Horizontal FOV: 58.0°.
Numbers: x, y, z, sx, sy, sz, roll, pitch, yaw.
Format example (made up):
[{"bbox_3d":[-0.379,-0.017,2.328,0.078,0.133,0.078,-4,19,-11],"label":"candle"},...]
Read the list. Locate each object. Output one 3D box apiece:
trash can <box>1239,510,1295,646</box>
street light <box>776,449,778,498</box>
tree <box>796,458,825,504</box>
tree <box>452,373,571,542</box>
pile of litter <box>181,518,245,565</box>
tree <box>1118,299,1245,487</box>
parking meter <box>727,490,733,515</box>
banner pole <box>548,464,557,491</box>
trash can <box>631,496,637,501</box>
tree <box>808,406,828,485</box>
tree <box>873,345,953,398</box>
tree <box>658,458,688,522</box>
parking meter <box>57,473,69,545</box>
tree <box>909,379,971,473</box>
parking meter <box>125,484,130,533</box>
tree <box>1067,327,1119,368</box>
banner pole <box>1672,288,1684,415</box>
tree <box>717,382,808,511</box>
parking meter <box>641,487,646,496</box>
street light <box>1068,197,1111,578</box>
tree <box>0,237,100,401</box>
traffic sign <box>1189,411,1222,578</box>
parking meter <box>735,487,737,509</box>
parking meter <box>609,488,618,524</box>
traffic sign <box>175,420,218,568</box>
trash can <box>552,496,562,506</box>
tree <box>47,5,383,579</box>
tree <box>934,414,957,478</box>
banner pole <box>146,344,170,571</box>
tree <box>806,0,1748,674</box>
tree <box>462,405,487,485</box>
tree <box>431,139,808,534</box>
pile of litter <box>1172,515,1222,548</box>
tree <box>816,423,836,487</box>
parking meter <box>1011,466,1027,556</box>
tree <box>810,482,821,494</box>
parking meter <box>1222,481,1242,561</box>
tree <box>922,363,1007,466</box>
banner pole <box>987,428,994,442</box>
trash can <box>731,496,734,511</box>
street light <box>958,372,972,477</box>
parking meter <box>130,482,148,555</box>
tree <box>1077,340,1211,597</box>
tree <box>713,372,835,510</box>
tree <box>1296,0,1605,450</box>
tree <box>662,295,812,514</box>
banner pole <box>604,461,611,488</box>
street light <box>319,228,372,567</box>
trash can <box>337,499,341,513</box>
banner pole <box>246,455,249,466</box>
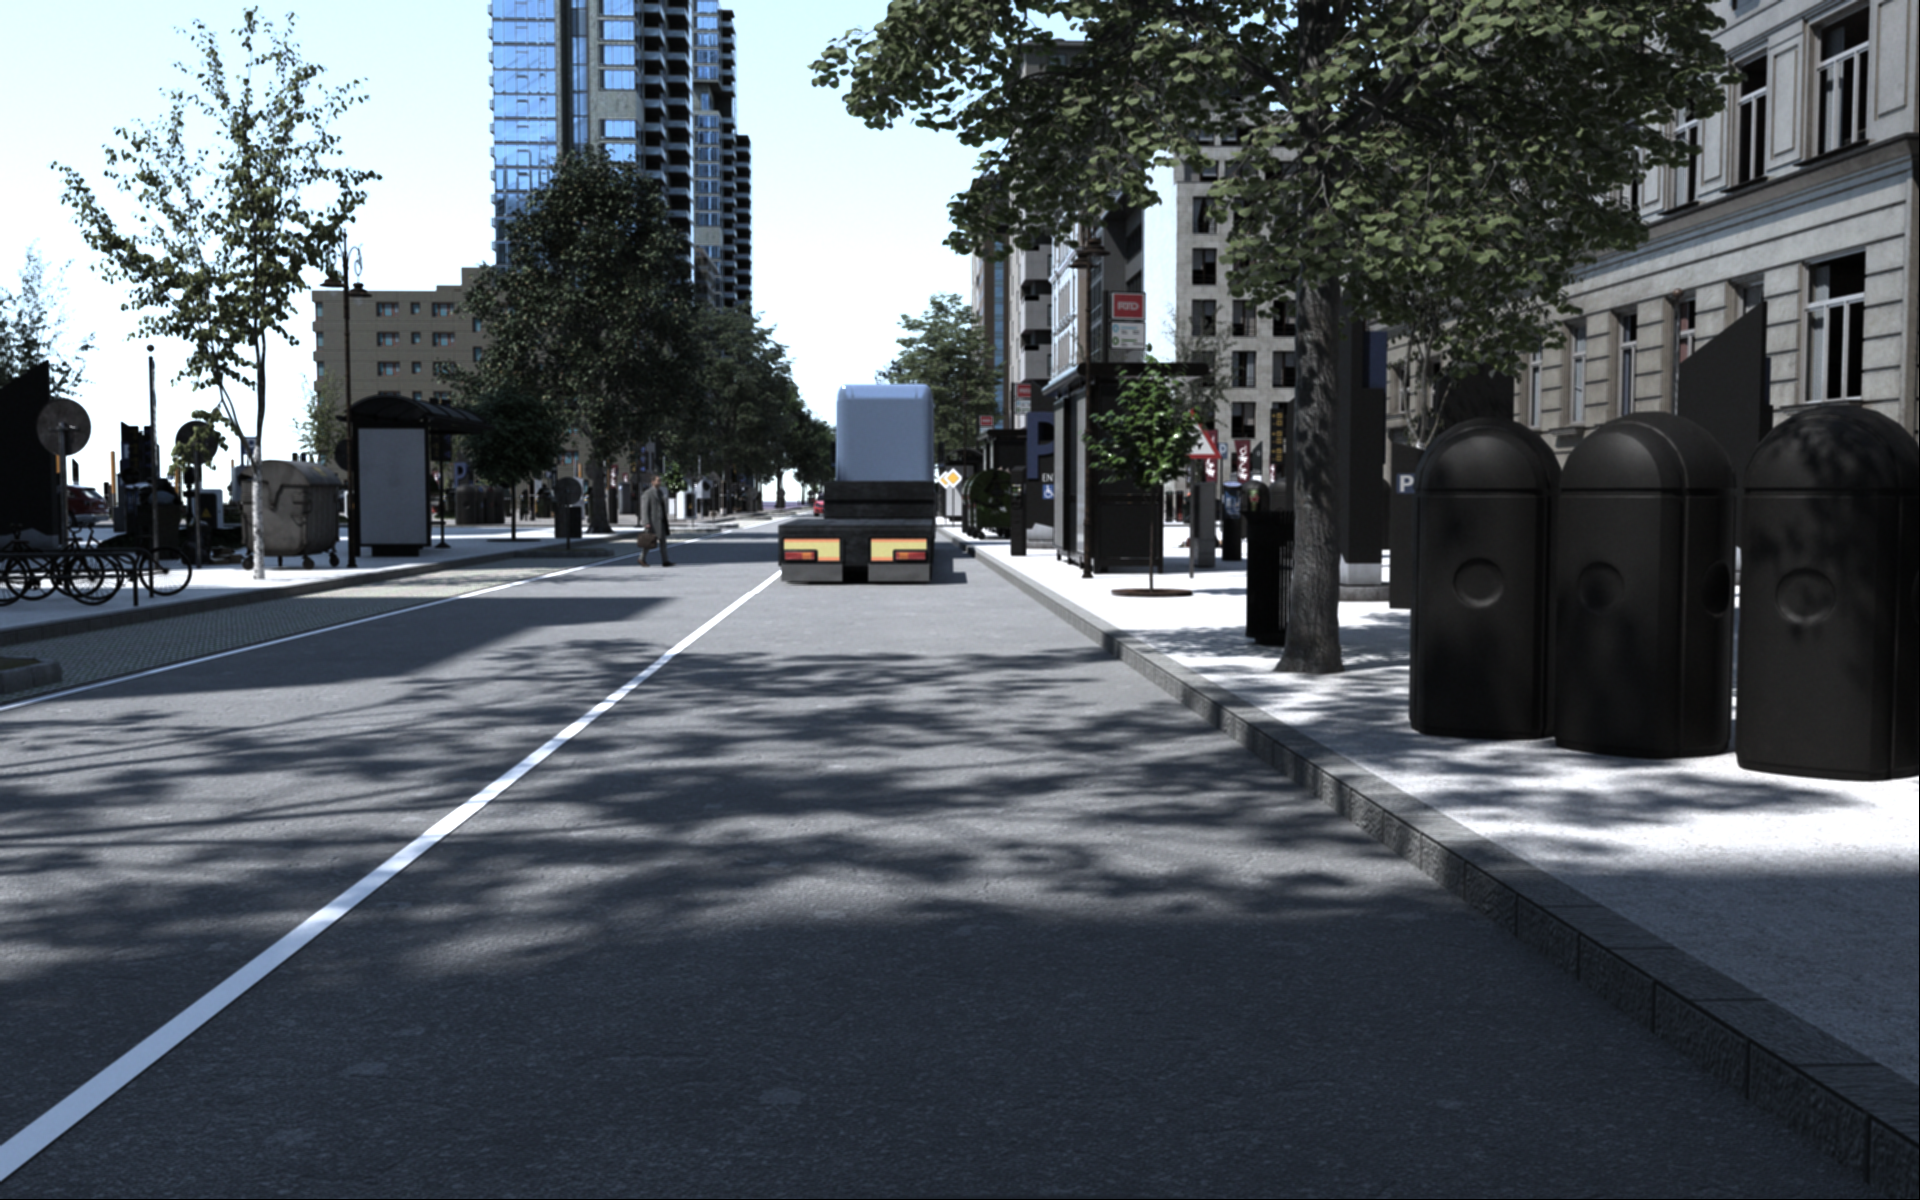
[{"bbox_3d":[2.758,-0.193,14.817,0.748,1.137,0.748,0,3,0],"label":"trash can"},{"bbox_3d":[-15.827,-10.848,150.154,0.468,5.910,1.993,0,4,-3],"label":"street light"},{"bbox_3d":[-19.875,-16.777,224.665,4.360,8.622,3.978,0,3,0],"label":"tree"},{"bbox_3d":[-12.300,-3.886,47.251,4.285,4.588,4.351,0,3,0],"label":"tree"},{"bbox_3d":[-13.800,-1.106,32.044,1.176,0.858,1.719,0,4,2],"label":"pile of litter"},{"bbox_3d":[8.626,-6.985,64.570,4.360,8.622,3.978,0,3,0],"label":"tree"},{"bbox_3d":[-14.440,-6.027,106.954,0.372,1.533,0.369,0,3,0],"label":"parking meter"},{"bbox_3d":[-29.557,-8.288,125.530,0.863,3.779,0.401,-2,4,-34],"label":"banner pole"},{"bbox_3d":[-22.783,-6.666,120.642,0.748,1.137,0.748,0,3,0],"label":"trash can"},{"bbox_3d":[-17.202,-15.062,163.277,9.611,12.733,9.660,0,3,0],"label":"tree"},{"bbox_3d":[-3.966,-21.960,214.934,12.611,20.169,13.585,0,3,0],"label":"tree"},{"bbox_3d":[-13.227,-5.282,80.965,1.663,3.219,1.824,0,3,0],"label":"tree"},{"bbox_3d":[-22.755,-2.326,43.738,0.399,1.863,0.255,-2,4,-30],"label":"parking meter"},{"bbox_3d":[-3.096,-15.753,167.925,12.009,13.543,11.850,0,3,0],"label":"tree"},{"bbox_3d":[-20.792,-2.152,43.593,0.372,1.533,0.369,0,3,0],"label":"parking meter"},{"bbox_3d":[5.732,-7.665,75.678,4.360,8.622,3.978,0,3,0],"label":"tree"},{"bbox_3d":[8.661,-1.894,20.984,0.401,3.779,0.863,1,4,20],"label":"banner pole"},{"bbox_3d":[-15.343,-12.024,131.009,8.767,10.594,7.601,3,5,39],"label":"tree"},{"bbox_3d":[-25.582,-8.217,140.053,0.255,1.863,0.399,-3,5,-43],"label":"parking meter"},{"bbox_3d":[1.948,-3.273,26.294,0.468,5.910,1.993,0,4,-3],"label":"street light"},{"bbox_3d":[-27.281,-6.109,50.250,4.360,8.622,3.978,0,3,0],"label":"tree"},{"bbox_3d":[3.528,-1.609,26.316,0.884,2.594,0.081,0,4,5],"label":"traffic sign"},{"bbox_3d":[-18.750,-8.538,145.308,0.255,1.863,0.399,0,4,4],"label":"parking meter"},{"bbox_3d":[-14.987,-4.062,74.826,0.372,1.533,0.369,0,3,0],"label":"parking meter"},{"bbox_3d":[-13.176,-1.823,29.908,0.768,2.556,0.104,0,4,3],"label":"traffic sign"},{"bbox_3d":[-24.057,-5.603,103.257,0.748,1.137,0.748,0,3,0],"label":"trash can"},{"bbox_3d":[-10.817,-4.620,25.893,4.737,8.622,4.395,0,3,0],"label":"tree"},{"bbox_3d":[-1.291,-10.896,128.511,4.737,8.622,4.395,0,3,0],"label":"tree"},{"bbox_3d":[-13.398,-2.374,28.828,0.401,3.779,0.863,-2,4,-30],"label":"banner pole"},{"bbox_3d":[2.479,-5.779,12.610,7.486,12.596,7.792,0,3,0],"label":"tree"},{"bbox_3d":[-36.724,-10.646,124.417,4.737,8.622,4.395,0,3,0],"label":"tree"},{"bbox_3d":[-11.857,-8.515,56.234,9.611,12.733,9.660,0,3,0],"label":"tree"},{"bbox_3d":[5.872,-1.693,41.650,1.176,0.858,1.719,-2,4,-27],"label":"pile of litter"},{"bbox_3d":[-23.462,-24.423,305.974,9.857,13.997,8.962,0,3,0],"label":"tree"},{"bbox_3d":[1.215,-1.848,35.933,0.255,1.863,0.399,1,4,17],"label":"parking meter"},{"bbox_3d":[-21.455,-16.009,256.340,1.663,3.219,1.824,0,3,0],"label":"tree"},{"bbox_3d":[5.247,-1.528,33.397,0.372,1.533,0.369,0,3,0],"label":"parking meter"},{"bbox_3d":[-1.214,-11.043,114.973,8.767,10.594,7.601,0,4,-3],"label":"tree"},{"bbox_3d":[1.168,-4.646,65.977,0.401,3.779,0.863,-2,4,-24],"label":"banner pole"},{"bbox_3d":[-15.031,-6.161,112.388,0.748,1.137,0.748,0,3,0],"label":"trash can"},{"bbox_3d":[0.189,-5.669,65.474,0.468,5.910,1.993,0,4,-3],"label":"street light"},{"bbox_3d":[-17.125,-1.709,36.349,0.372,1.533,0.369,0,3,0],"label":"parking meter"},{"bbox_3d":[2.303,-1.675,21.986,1.663,3.219,1.824,0,3,0],"label":"tree"},{"bbox_3d":[-16.437,-13.147,140.712,9.928,11.665,9.643,0,3,0],"label":"tree"},{"bbox_3d":[6.927,-4.569,25.067,4.360,8.622,3.978,0,3,0],"label":"tree"},{"bbox_3d":[-14.967,-12.455,110.294,9.857,13.997,8.962,0,3,0],"label":"tree"},{"bbox_3d":[-15.780,-5.335,77.250,0.863,3.779,0.401,2,4,35],"label":"banner pole"},{"bbox_3d":[-10.671,-3.513,30.222,0.468,5.910,1.993,0,4,-3],"label":"street light"},{"bbox_3d":[-48.136,-7.403,132.687,0.748,1.137,0.748,0,3,0],"label":"trash can"},{"bbox_3d":[-36.098,-5.982,87.822,0.401,3.779,0.863,-2,4,-33],"label":"banner pole"}]
